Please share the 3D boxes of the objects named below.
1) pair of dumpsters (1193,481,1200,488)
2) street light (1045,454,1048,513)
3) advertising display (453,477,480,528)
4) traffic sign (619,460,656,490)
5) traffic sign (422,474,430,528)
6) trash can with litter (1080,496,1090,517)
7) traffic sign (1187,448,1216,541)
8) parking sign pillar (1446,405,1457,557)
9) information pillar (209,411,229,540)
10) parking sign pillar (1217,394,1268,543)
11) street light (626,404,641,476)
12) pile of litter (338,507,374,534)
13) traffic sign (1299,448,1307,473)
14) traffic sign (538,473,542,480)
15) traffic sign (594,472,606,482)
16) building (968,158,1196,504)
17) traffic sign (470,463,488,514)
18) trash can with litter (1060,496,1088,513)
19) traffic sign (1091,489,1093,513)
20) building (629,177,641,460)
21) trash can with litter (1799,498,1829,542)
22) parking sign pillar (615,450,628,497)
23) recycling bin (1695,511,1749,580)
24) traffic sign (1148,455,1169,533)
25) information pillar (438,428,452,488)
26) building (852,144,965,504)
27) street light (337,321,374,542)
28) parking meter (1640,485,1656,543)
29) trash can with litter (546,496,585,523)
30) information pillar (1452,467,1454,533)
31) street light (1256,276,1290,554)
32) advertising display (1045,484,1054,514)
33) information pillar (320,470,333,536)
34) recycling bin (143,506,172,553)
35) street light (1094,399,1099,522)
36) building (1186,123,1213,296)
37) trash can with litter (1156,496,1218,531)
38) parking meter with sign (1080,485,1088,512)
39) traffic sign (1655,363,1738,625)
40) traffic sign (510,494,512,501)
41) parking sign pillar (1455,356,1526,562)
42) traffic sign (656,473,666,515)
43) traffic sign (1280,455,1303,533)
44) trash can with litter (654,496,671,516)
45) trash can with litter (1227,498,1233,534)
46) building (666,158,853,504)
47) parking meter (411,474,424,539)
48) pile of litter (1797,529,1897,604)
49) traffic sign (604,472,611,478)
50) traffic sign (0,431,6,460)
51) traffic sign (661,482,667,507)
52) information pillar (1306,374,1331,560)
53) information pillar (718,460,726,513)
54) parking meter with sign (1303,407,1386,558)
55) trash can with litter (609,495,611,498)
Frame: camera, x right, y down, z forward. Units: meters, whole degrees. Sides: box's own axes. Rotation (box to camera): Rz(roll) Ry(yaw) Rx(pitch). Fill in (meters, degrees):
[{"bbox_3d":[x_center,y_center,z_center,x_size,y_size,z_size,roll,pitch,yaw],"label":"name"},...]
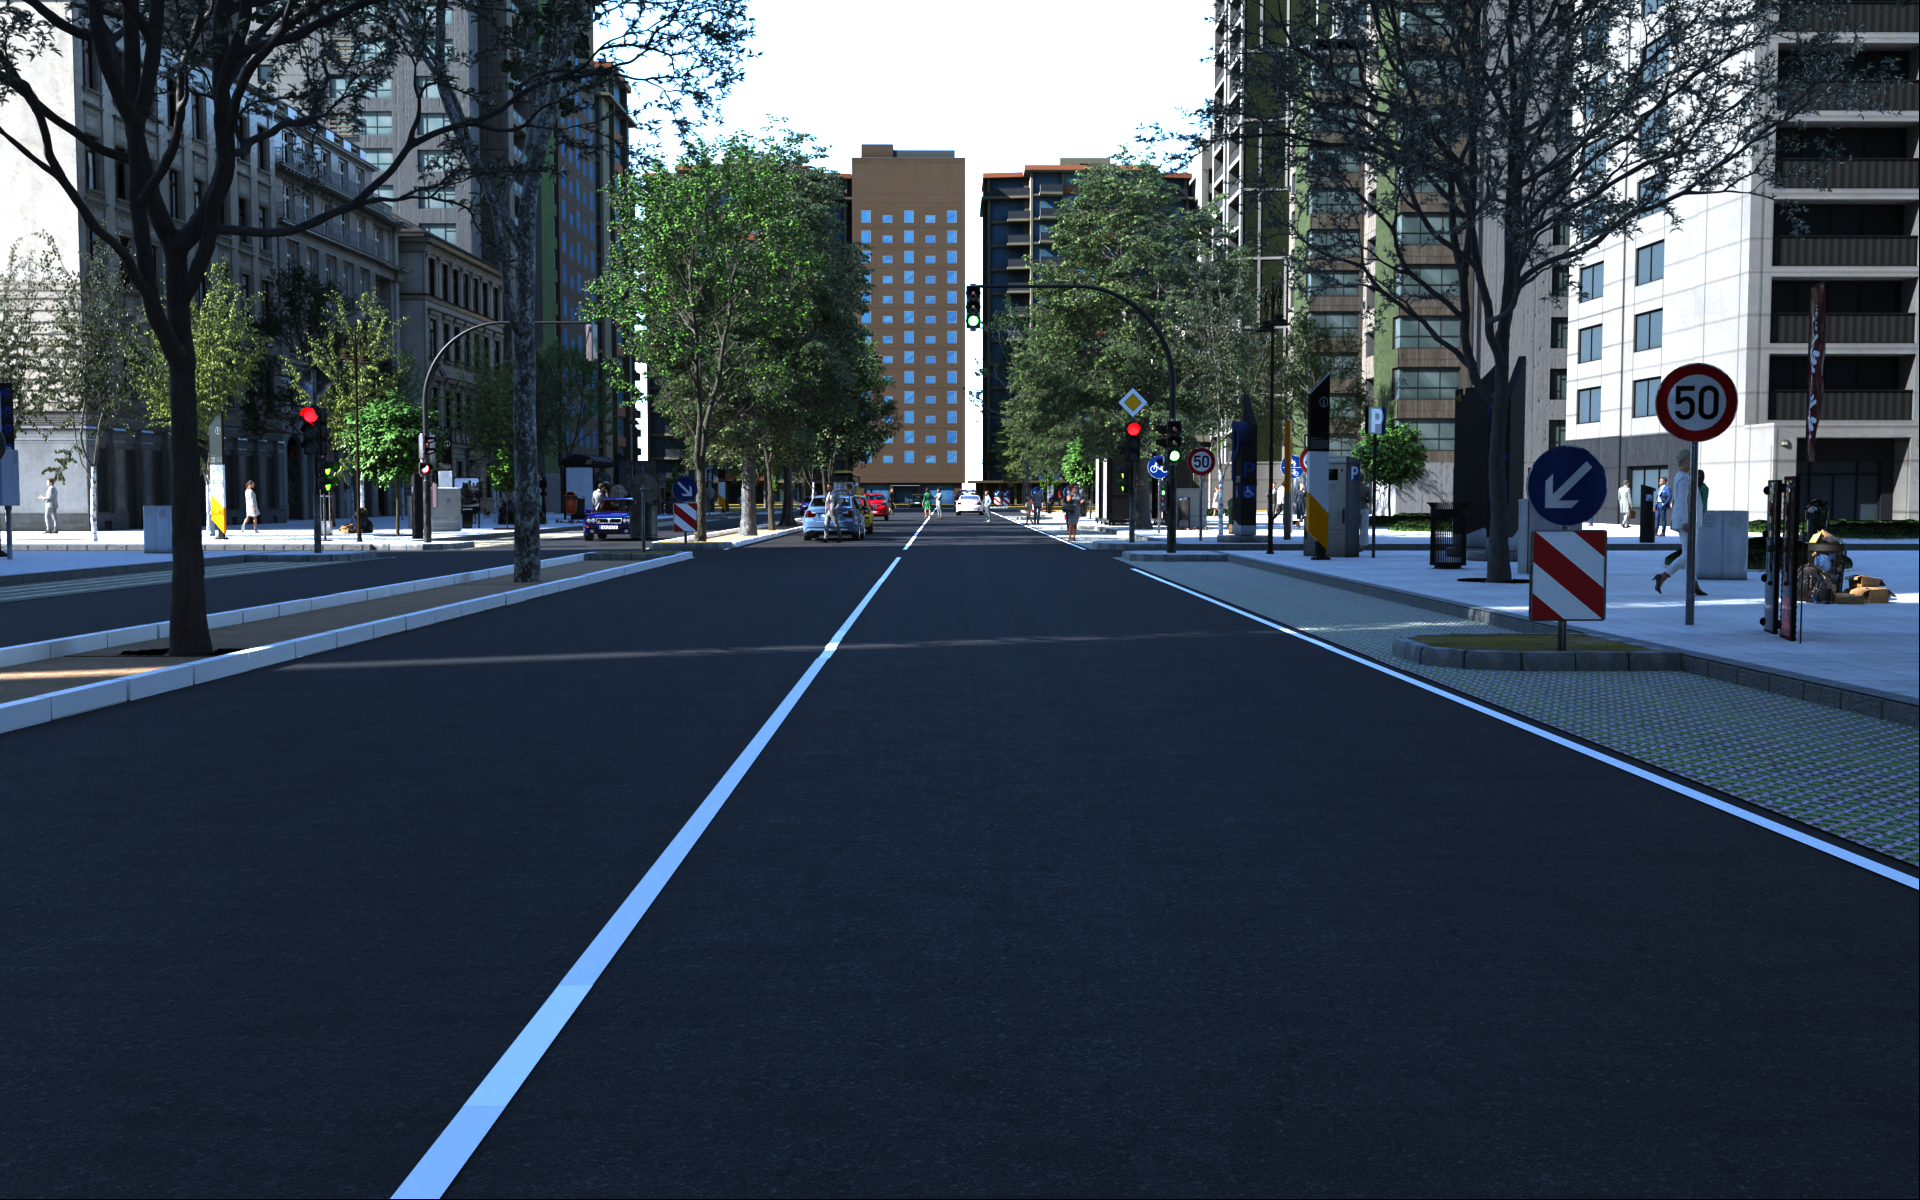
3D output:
[{"bbox_3d":[10.197,-4.773,80.528,1.574,2.255,4.437,0,4,0],"label":"pair of dumpsters"},{"bbox_3d":[6.018,-9.028,120.400,0.468,5.910,1.993,0,4,0],"label":"street light"},{"bbox_3d":[-18.568,-3.670,65.224,0.974,1.923,0.123,-1,4,-15],"label":"advertising display"},{"bbox_3d":[-19.500,-6.783,104.777,2.265,3.308,0.079,0,4,7],"label":"traffic sign"},{"bbox_3d":[-20.559,-3.921,66.244,0.606,2.300,0.079,0,4,2],"label":"traffic sign"},{"bbox_3d":[6.785,-5.209,96.549,0.624,1.170,1.055,2,4,31],"label":"trash can with litter"},{"bbox_3d":[6.613,-2.899,47.510,0.768,2.556,0.104,0,4,3],"label":"traffic sign"},{"bbox_3d":[10.723,-2.874,35.466,1.447,3.967,1.447,-2,4,-26],"label":"parking sign pillar"},{"bbox_3d":[-20.956,-3.521,48.918,0.504,3.616,0.183,2,4,23],"label":"information pillar"},{"bbox_3d":[7.583,-3.527,46.140,1.447,3.967,1.447,0,4,-1],"label":"parking sign pillar"},{"bbox_3d":[-16.466,-7.018,87.527,0.468,5.910,1.993,0,4,0],"label":"street light"},{"bbox_3d":[-19.913,-2.624,56.870,1.176,0.858,1.719,1,4,15],"label":"pile of litter"},{"bbox_3d":[9.445,-2.826,46.312,0.768,2.556,0.104,1,4,8],"label":"traffic sign"},{"bbox_3d":[-16.477,-4.070,66.545,0.884,2.594,0.081,0,4,5],"label":"traffic sign"},{"bbox_3d":[-20.530,-6.029,98.676,0.768,2.556,0.104,1,4,9],"label":"traffic sign"},{"bbox_3d":[15.488,-35.088,228.319,28.867,44.769,22.147,0,4,0],"label":"building"},{"bbox_3d":[-19.918,-4.376,71.652,0.768,2.556,0.104,0,4,6],"label":"traffic sign"},{"bbox_3d":[7.606,-6.460,116.673,2.233,1.210,1.678,0,4,-2],"label":"trash can with litter"},{"bbox_3d":[8.748,-7.009,114.697,0.768,2.556,0.104,0,4,2],"label":"traffic sign"},{"bbox_3d":[-49.868,-35.170,225.142,14.200,45.320,14.600,0,4,0],"label":"building"},{"bbox_3d":[22.646,-2.124,46.109,0.624,1.170,1.055,0,4,-2],"label":"trash can with litter"},{"bbox_3d":[-20.687,-7.264,107.239,1.447,3.967,1.447,-3,4,-37],"label":"parking sign pillar"},{"bbox_3d":[11.494,-0.836,26.219,0.722,1.027,0.722,1,4,17],"label":"recycling bin"},{"bbox_3d":[6.547,-3.476,56.932,0.768,2.556,0.104,1,4,8],"label":"traffic sign"},{"bbox_3d":[-18.220,-4.282,61.367,0.504,3.616,0.183,-1,4,-11],"label":"information pillar"},{"bbox_3d":[-6.483,-35.145,224.723,14.200,45.320,14.600,0,4,0],"label":"building"},{"bbox_3d":[-16.113,-4.496,46.296,0.468,5.910,1.993,0,4,0],"label":"street light"},{"bbox_3d":[18.155,-2.281,45.713,0.372,1.533,0.369,0,3,0],"label":"parking meter"},{"bbox_3d":[-17.391,-4.067,77.559,2.233,1.210,1.678,1,4,9],"label":"trash can with litter"},{"bbox_3d":[13.662,-2.623,47.386,0.304,2.012,0.304,0,4,4],"label":"information pillar"},{"bbox_3d":[6.651,-3.925,36.959,0.468,5.910,1.993,0,4,0],"label":"street light"},{"bbox_3d":[5.865,-6.606,113.222,0.123,1.923,0.974,2,4,32],"label":"advertising display"},{"bbox_3d":[-19.560,-2.994,53.437,0.304,2.012,0.304,0,4,-8],"label":"information pillar"},{"bbox_3d":[-17.295,-1.546,37.823,0.722,1.027,0.722,1,4,17],"label":"recycling bin"},{"bbox_3d":[6.337,-6.570,80.204,0.468,5.910,1.993,0,4,0],"label":"street light"},{"bbox_3d":[40.719,-37.006,228.746,21.600,48.544,21.300,0,4,0],"label":"building"},{"bbox_3d":[8.141,-3.064,61.156,1.678,1.210,2.233,-3,5,-43],"label":"trash can with litter"},{"bbox_3d":[8.102,-7.616,120.779,1.738,3.016,0.543,1,4,16],"label":"parking meter with sign"},{"bbox_3d":[7.165,-1.029,16.930,0.768,2.556,0.104,1,4,8],"label":"traffic sign"},{"bbox_3d":[-21.030,-4.949,81.027,0.768,2.556,0.104,0,4,5],"label":"traffic sign"},{"bbox_3d":[10.540,-2.749,33.424,1.447,3.967,1.447,2,4,30],"label":"parking sign pillar"},{"bbox_3d":[-18.206,-6.421,105.089,0.768,2.556,0.104,0,4,3],"label":"traffic sign"},{"bbox_3d":[10.881,-3.465,56.766,0.768,2.556,0.104,0,4,7],"label":"traffic sign"},{"bbox_3d":[-17.828,-5.637,103.217,2.233,1.210,1.678,-3,5,-42],"label":"trash can with litter"},{"bbox_3d":[8.881,-2.700,55.535,0.624,1.170,1.055,1,4,12],"label":"trash can with litter"},{"bbox_3d":[-28.196,-35.097,228.453,28.867,44.769,22.147,0,4,0],"label":"building"},{"bbox_3d":[-15.638,-2.703,49.901,0.255,1.863,0.399,-2,4,-29],"label":"parking meter"},{"bbox_3d":[10.683,-0.418,20.799,1.719,0.858,1.176,-2,4,-31],"label":"pile of litter"},{"bbox_3d":[-20.901,-6.229,101.948,0.768,2.556,0.104,0,4,5],"label":"traffic sign"},{"bbox_3d":[-17.704,-1.918,31.461,0.768,2.556,0.104,0,4,2],"label":"traffic sign"},{"bbox_3d":[-20.275,-7.146,118.965,0.606,2.300,0.079,0,4,6],"label":"traffic sign"},{"bbox_3d":[6.972,-2.588,33.671,0.504,3.616,0.183,-2,4,-26],"label":"information pillar"},{"bbox_3d":[-16.367,-7.814,119.106,0.504,3.616,0.183,0,4,2],"label":"information pillar"},{"bbox_3d":[7.787,-2.391,35.348,0.543,3.016,1.738,-3,4,-39],"label":"parking meter with sign"},{"bbox_3d":[-18.895,-5.069,93.943,1.678,1.210,2.233,-1,4,-12],"label":"trash can with litter"}]
